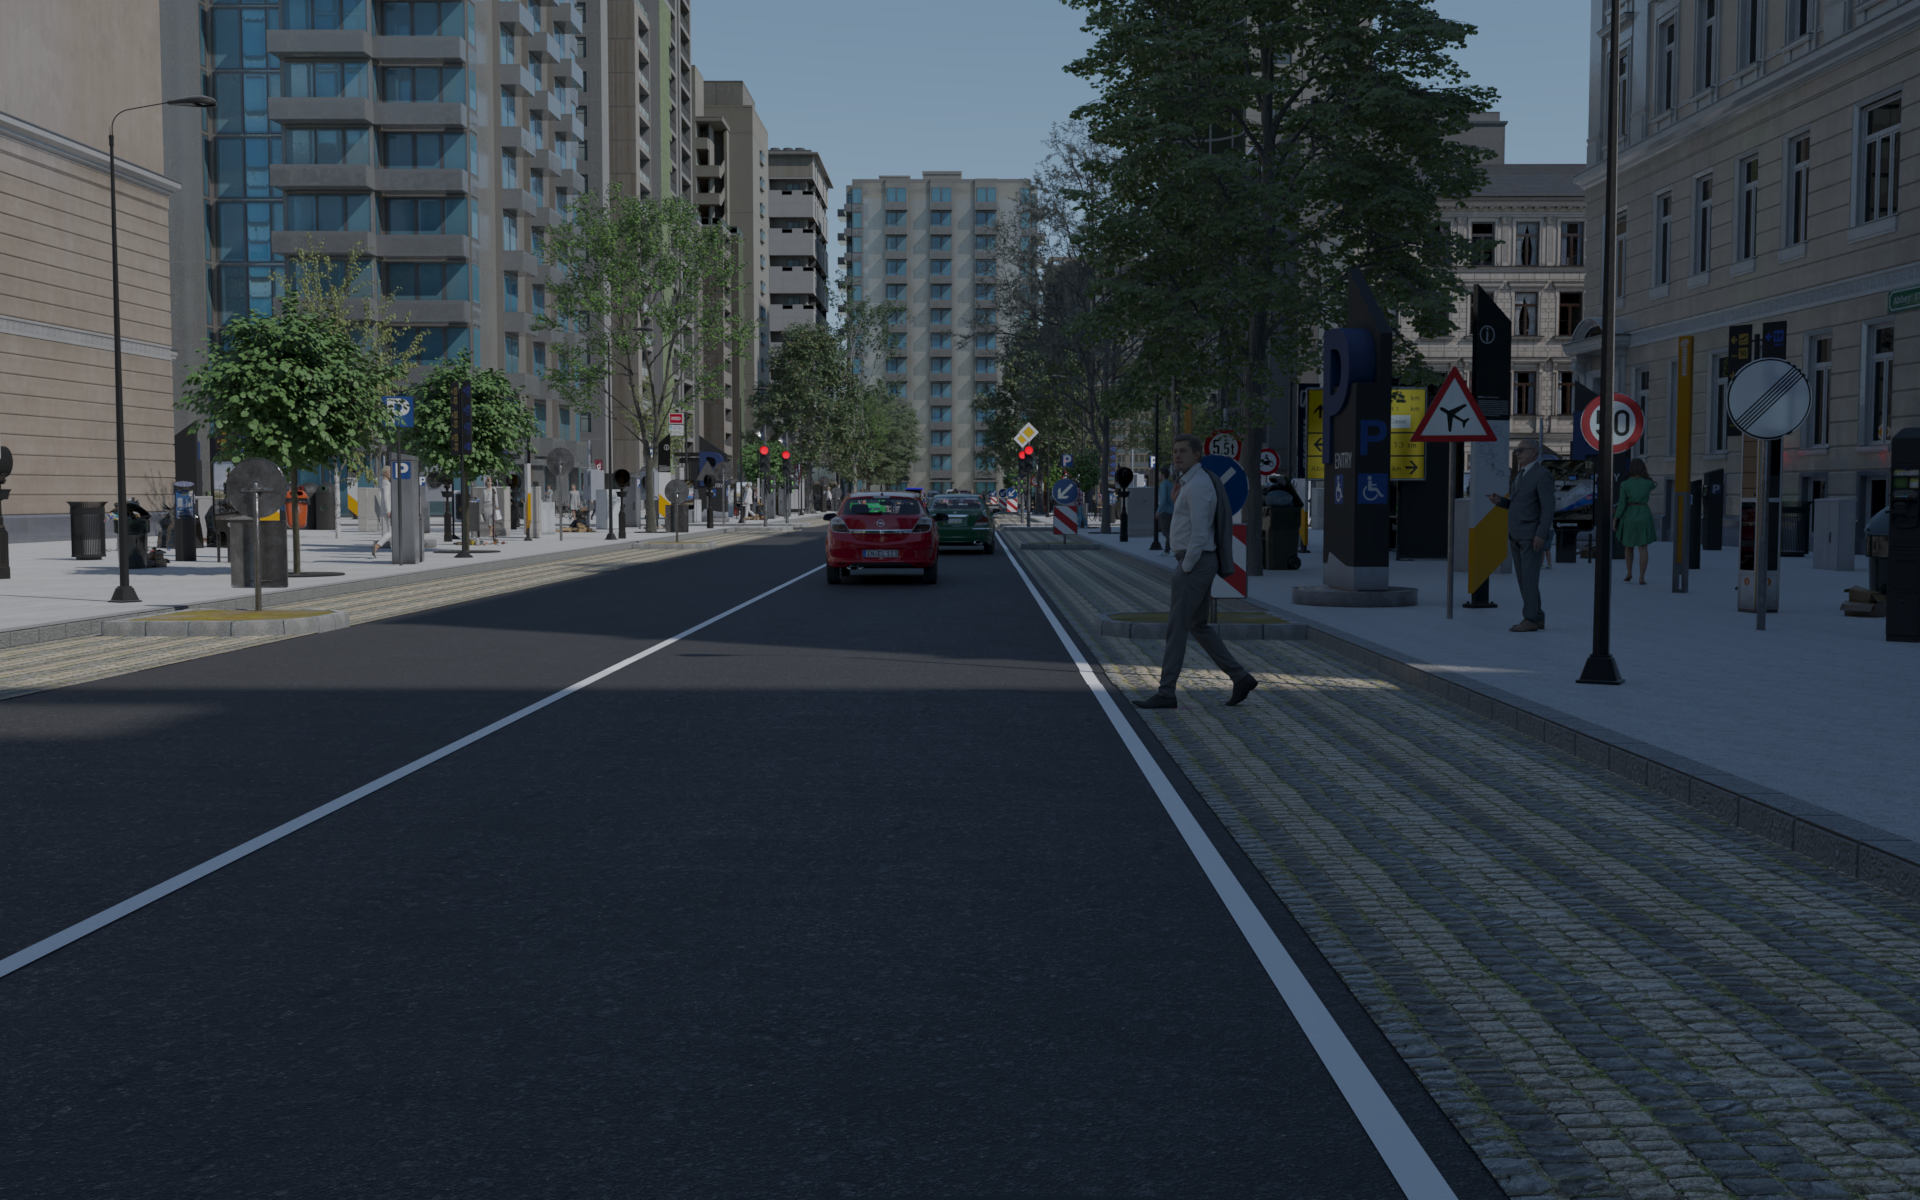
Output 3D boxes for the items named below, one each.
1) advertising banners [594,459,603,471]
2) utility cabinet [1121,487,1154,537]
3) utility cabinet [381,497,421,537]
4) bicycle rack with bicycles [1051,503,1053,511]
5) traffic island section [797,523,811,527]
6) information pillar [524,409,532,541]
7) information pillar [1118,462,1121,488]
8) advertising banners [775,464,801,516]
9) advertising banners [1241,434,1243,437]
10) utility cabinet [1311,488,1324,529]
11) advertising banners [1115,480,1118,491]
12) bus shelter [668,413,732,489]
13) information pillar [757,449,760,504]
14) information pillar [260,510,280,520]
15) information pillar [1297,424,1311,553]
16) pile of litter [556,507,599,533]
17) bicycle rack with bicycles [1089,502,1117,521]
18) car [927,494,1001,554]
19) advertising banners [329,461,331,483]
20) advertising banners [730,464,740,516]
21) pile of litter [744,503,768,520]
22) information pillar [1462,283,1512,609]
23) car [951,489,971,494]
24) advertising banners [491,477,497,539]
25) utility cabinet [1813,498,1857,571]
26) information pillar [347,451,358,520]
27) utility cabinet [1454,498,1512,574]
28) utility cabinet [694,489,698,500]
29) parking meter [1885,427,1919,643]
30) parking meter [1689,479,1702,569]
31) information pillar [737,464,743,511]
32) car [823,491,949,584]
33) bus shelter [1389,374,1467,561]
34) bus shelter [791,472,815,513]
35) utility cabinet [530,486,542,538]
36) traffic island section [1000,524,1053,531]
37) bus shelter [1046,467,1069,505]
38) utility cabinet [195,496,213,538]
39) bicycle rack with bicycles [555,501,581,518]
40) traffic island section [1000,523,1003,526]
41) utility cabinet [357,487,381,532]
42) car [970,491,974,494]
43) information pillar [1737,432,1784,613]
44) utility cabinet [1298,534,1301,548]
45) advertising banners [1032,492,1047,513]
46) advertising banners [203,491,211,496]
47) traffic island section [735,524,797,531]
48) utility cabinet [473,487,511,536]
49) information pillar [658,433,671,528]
[{"bbox_3d":[-17.775,-5.624,88.141,0.090,3.025,2.074,3,5,39],"label":"advertising banners"},{"bbox_3d":[5.305,-2.607,51.308,1.173,1.500,0.318,-3,4,-38],"label":"utility cabinet"},{"bbox_3d":[-15.250,-2.208,47.268,1.020,1.237,0.306,-2,4,-24],"label":"utility cabinet"},{"bbox_3d":[8.050,-7.287,132.527,2.925,0.926,2.852,1,4,8],"label":"bicycle rack with bicycles"},{"bbox_3d":[-7.593,-3.277,75.856,2.009,0.180,2.903,0,4,0],"label":"traffic island section"},{"bbox_3d":[-11.816,-3.423,47.317,0.183,3.616,0.504,-2,4,-23],"label":"information pillar"},{"bbox_3d":[11.775,-8.353,127.923,0.183,3.616,0.504,-1,4,-16],"label":"information pillar"},{"bbox_3d":[-10.185,-6.474,102.035,2.074,3.025,0.090,2,4,31],"label":"advertising banners"},{"bbox_3d":[7.280,-3.121,47.208,0.090,3.025,2.074,-2,4,-35],"label":"advertising banners"},{"bbox_3d":[13.188,-3.292,62.507,1.173,1.500,0.318,-3,5,-39],"label":"utility cabinet"},{"bbox_3d":[12.952,-8.634,137.352,0.090,3.025,2.074,-3,5,-40],"label":"advertising banners"},{"bbox_3d":[-13.269,-6.759,88.137,2.179,5.291,8.768,0,4,0],"label":"bus shelter"},{"bbox_3d":[-10.558,-6.079,90.739,0.183,3.616,0.504,0,4,-4],"label":"information pillar"},{"bbox_3d":[-13.708,-2.625,34.279,0.183,3.616,0.504,2,4,32],"label":"information pillar"},{"bbox_3d":[7.476,-2.836,37.727,0.183,3.616,0.504,-1,4,-11],"label":"information pillar"},{"bbox_3d":[-12.852,-2.698,58.082,1.176,0.858,1.719,-3,4,-38],"label":"pile of litter"},{"bbox_3d":[6.184,-4.194,81.958,2.852,0.926,2.925,0,4,0],"label":"bicycle rack with bicycles"},{"bbox_3d":[-0.047,-1.898,42.830,2.131,1.459,4.920,0,4,2],"label":"car"},{"bbox_3d":[-32.576,-5.719,89.686,0.090,3.025,2.074,-1,4,-22],"label":"advertising banners"},{"bbox_3d":[-13.068,-6.427,101.273,2.074,3.025,0.090,3,5,44],"label":"advertising banners"},{"bbox_3d":[-10.086,-4.370,85.410,1.176,0.858,1.719,-1,4,-15],"label":"pile of litter"},{"bbox_3d":[5.943,-1.719,19.460,0.504,3.616,0.183,-1,4,-21],"label":"information pillar"},{"bbox_3d":[0.088,-8.126,141.538,2.281,1.827,5.304,0,4,1],"label":"car"},{"bbox_3d":[-13.139,-3.214,48.745,0.090,3.025,2.074,-1,4,-13],"label":"advertising banners"},{"bbox_3d":[14.783,-1.110,29.303,0.306,1.237,1.020,0,4,5],"label":"utility cabinet"},{"bbox_3d":[-30.516,-5.853,87.044,0.504,3.616,0.183,0,4,-8],"label":"information pillar"},{"bbox_3d":[8.522,-1.047,28.283,0.306,1.237,1.020,-2,4,-34],"label":"utility cabinet"},{"bbox_3d":[-12.529,-4.363,80.013,0.318,1.500,1.173,1,4,21],"label":"utility cabinet"},{"bbox_3d":[8.254,-0.571,15.053,0.255,1.863,0.399,3,5,43],"label":"parking meter"},{"bbox_3d":[12.491,-1.299,29.656,0.372,1.533,0.369,0,3,0],"label":"parking meter"},{"bbox_3d":[-16.673,-8.564,131.379,0.504,3.616,0.183,2,4,34],"label":"information pillar"},{"bbox_3d":[-1.259,-1.227,29.110,2.155,1.783,4.494,0,4,-1],"label":"car"},{"bbox_3d":[8.921,-2.752,36.275,1.731,3.624,6.357,0,4,0],"label":"bus shelter"},{"bbox_3d":[-11.481,-7.859,122.421,2.014,3.302,5.546,0,4,0],"label":"bus shelter"},{"bbox_3d":[-12.417,-2.562,50.561,0.318,1.500,1.173,-1,4,-10],"label":"utility cabinet"},{"bbox_3d":[2.701,-2.784,67.806,2.009,0.180,2.903,0,4,0],"label":"traffic island section"},{"bbox_3d":[7.804,-9.139,143.349,2.014,3.302,5.546,0,4,0],"label":"bus shelter"},{"bbox_3d":[-21.287,-2.322,49.130,1.020,1.237,0.306,0,4,-4],"label":"utility cabinet"},{"bbox_3d":[-22.015,-4.969,94.618,2.852,0.926,2.925,-3,5,-45],"label":"bicycle rack with bicycles"},{"bbox_3d":[2.748,-3.273,75.791,2.009,0.180,2.903,0,4,0],"label":"traffic island section"},{"bbox_3d":[-20.015,-3.060,58.705,0.318,1.500,1.173,0,4,4],"label":"utility cabinet"},{"bbox_3d":[0.740,-11.589,198.145,2.281,1.827,5.304,0,4,0],"label":"car"},{"bbox_3d":[8.657,-0.871,18.735,0.304,2.012,0.304,-1,4,-13],"label":"information pillar"},{"bbox_3d":[8.168,-1.889,42.043,0.306,1.237,1.020,0,4,0],"label":"utility cabinet"},{"bbox_3d":[5.803,-7.542,119.507,2.074,3.025,0.090,3,5,44],"label":"advertising banners"},{"bbox_3d":[-33.153,-5.022,78.291,0.090,3.025,2.074,3,5,43],"label":"advertising banners"},{"bbox_3d":[-7.640,-2.788,67.871,2.009,0.180,2.903,0,4,0],"label":"traffic island section"},{"bbox_3d":[-14.137,-2.664,52.229,1.173,1.500,0.318,1,4,23],"label":"utility cabinet"},{"bbox_3d":[-11.307,-4.586,66.342,0.504,3.616,0.183,-2,4,-24],"label":"information pillar"}]
